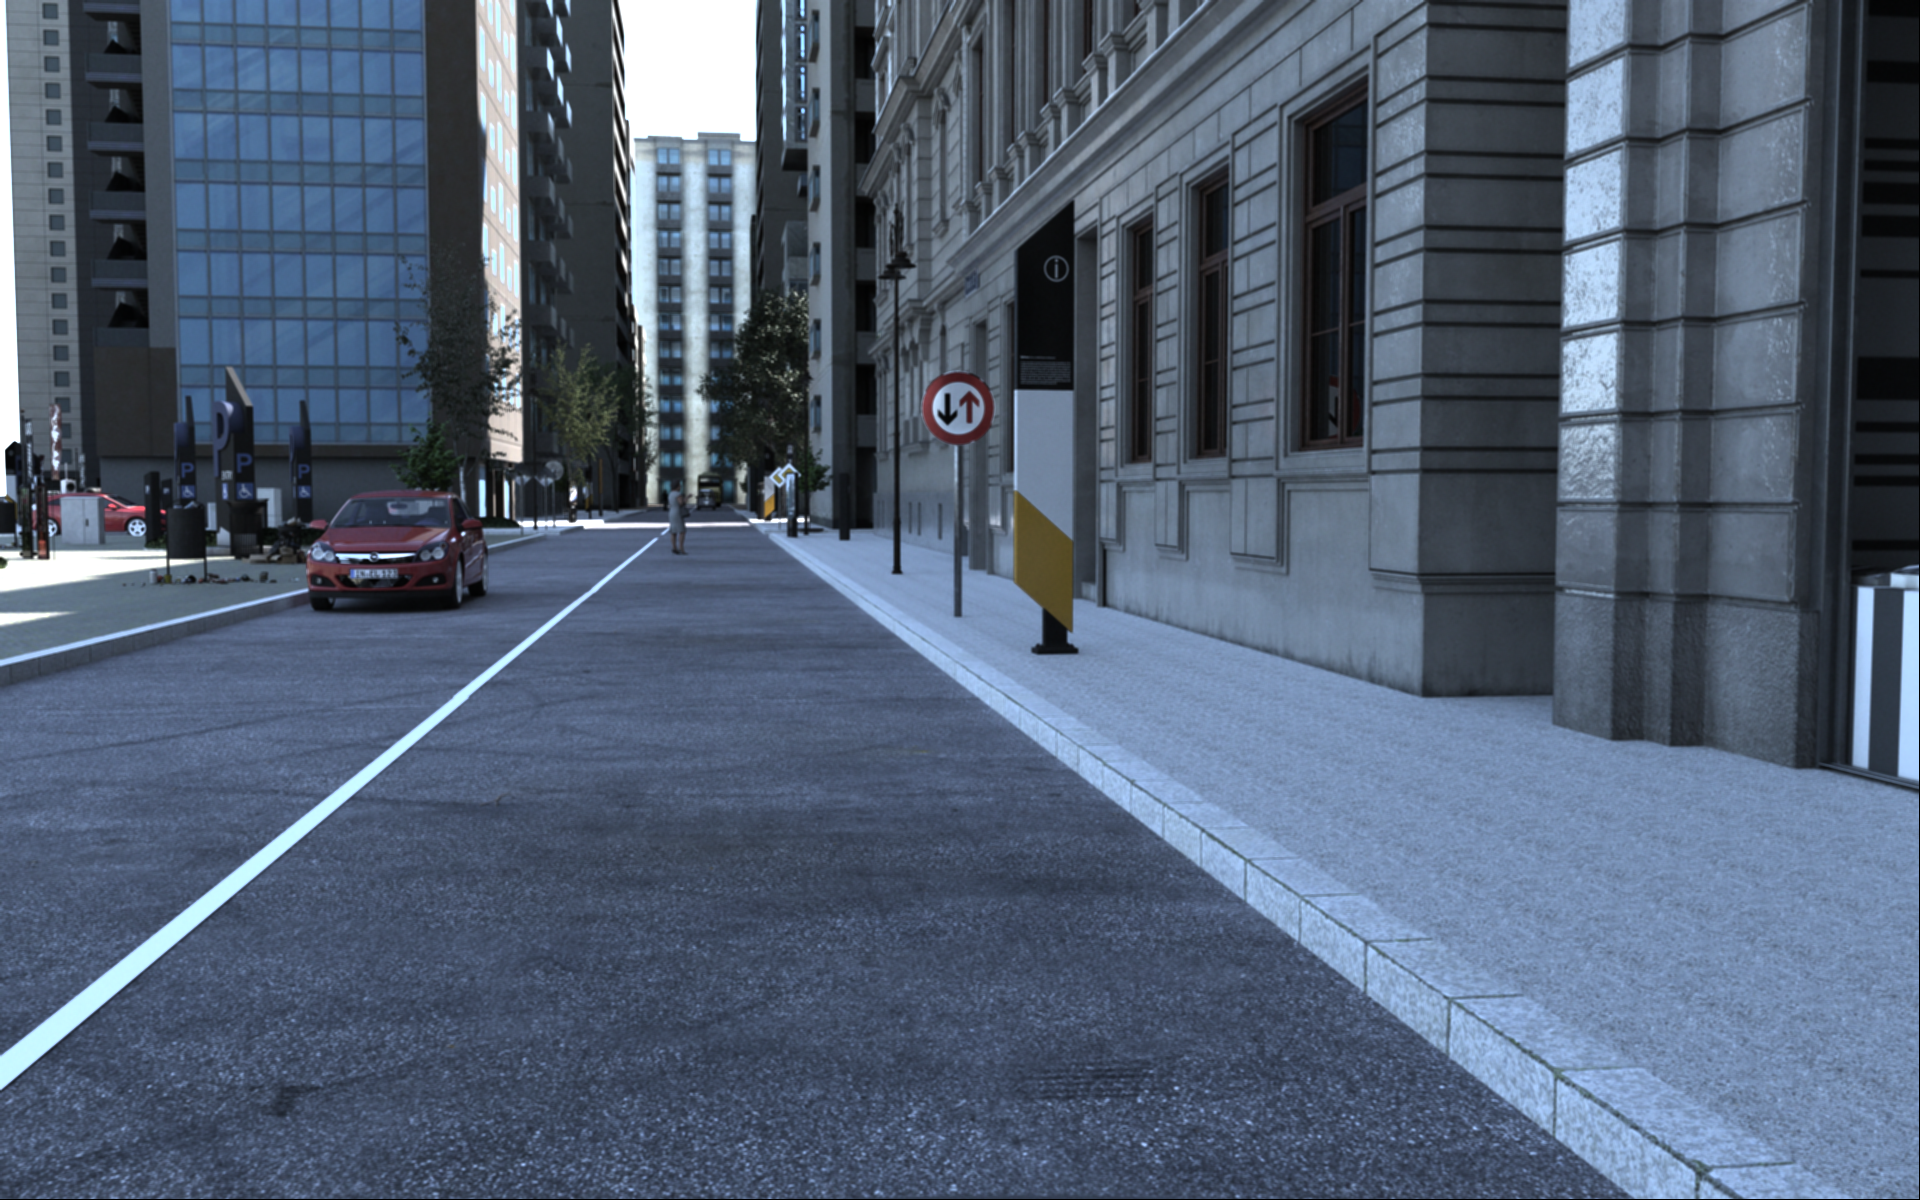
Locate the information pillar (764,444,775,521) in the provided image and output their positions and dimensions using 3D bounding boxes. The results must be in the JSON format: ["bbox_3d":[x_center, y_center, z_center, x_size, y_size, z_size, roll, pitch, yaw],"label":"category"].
[{"bbox_3d":[-8.960,-5.499,81.262,0.504,3.616,0.183,-1,4,-14],"label":"information pillar"}]

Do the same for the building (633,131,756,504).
[{"bbox_3d":[-32.103,-37.431,231.610,30.456,49.044,23.786,-1,4,-8],"label":"building"}]

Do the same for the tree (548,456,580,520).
[{"bbox_3d":[-19.880,-5.663,87.188,1.663,3.219,1.824,0,3,0],"label":"tree"}]

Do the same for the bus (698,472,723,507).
[{"bbox_3d":[-27.866,-12.324,193.045,2.896,3.916,12.252,0,4,-8],"label":"bus"}]

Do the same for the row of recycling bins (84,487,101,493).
[{"bbox_3d":[-54.474,-6.228,108.943,1.069,1.692,3.534,-1,4,-19],"label":"row of recycling bins"}]

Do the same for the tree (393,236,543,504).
[{"bbox_3d":[-14.184,-6.066,49.534,4.360,8.622,3.978,0,3,0],"label":"tree"}]

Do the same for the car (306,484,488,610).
[{"bbox_3d":[-7.337,-0.843,22.822,2.155,1.783,4.494,-1,4,-9],"label":"car"}]

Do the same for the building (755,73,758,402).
[{"bbox_3d":[-12.575,-29.556,166.842,14.154,41.232,14.086,-1,4,-8],"label":"building"}]

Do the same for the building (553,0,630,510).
[{"bbox_3d":[-39.098,-31.856,144.555,21.300,48.544,21.600,-1,4,-8],"label":"building"}]

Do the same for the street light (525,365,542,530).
[{"bbox_3d":[-15.306,-5.473,62.275,0.468,5.910,1.993,-1,4,-8],"label":"street light"}]

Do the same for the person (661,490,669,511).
[{"bbox_3d":[-25.615,-8.698,150.721,0.705,1.822,1.348,2,4,34],"label":"person"}]

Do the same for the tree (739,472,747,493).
[{"bbox_3d":[-17.908,-9.243,145.720,1.663,3.219,1.824,0,3,0],"label":"tree"}]

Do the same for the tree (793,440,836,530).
[{"bbox_3d":[-5.351,-4.103,61.682,1.663,3.219,1.824,0,3,0],"label":"tree"}]

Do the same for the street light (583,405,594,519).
[{"bbox_3d":[-19.289,-7.179,90.158,0.468,5.910,1.993,-1,4,-8],"label":"street light"}]

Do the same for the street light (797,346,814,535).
[{"bbox_3d":[-4.827,-4.977,54.160,0.468,5.910,1.993,-1,4,-8],"label":"street light"}]

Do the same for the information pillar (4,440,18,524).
[{"bbox_3d":[-41.304,-5.139,75.383,0.504,3.616,0.183,0,4,6],"label":"information pillar"}]

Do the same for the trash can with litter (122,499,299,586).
[{"bbox_3d":[-10.787,-0.855,25.040,2.233,1.210,1.678,-1,4,-14],"label":"trash can with litter"}]

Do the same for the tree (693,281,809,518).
[{"bbox_3d":[-9.529,-10.785,93.338,9.611,12.733,9.660,0,3,0],"label":"tree"}]

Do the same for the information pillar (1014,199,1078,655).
[{"bbox_3d":[0.684,-1.375,13.831,0.504,3.616,0.183,-1,4,-13],"label":"information pillar"}]

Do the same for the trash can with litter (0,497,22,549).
[{"bbox_3d":[-23.007,-1.821,40.831,1.678,1.210,2.233,3,5,41],"label":"trash can with litter"}]

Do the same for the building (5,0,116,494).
[{"bbox_3d":[-89.866,-46.051,191.183,20.611,71.187,20.563,-1,4,-8],"label":"building"}]

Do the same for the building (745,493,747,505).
[{"bbox_3d":[-8.775,-31.176,201.603,32.217,40.220,23.993,-1,4,-8],"label":"building"}]

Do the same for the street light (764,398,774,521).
[{"bbox_3d":[-9.177,-6.782,83.681,0.468,5.910,1.993,-1,4,-8],"label":"street light"}]

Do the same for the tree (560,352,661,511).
[{"bbox_3d":[-25.683,-12.360,127.848,9.928,11.665,9.643,0,3,0],"label":"tree"}]

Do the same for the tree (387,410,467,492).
[{"bbox_3d":[-12.183,-2.780,40.051,1.663,3.219,1.824,0,3,0],"label":"tree"}]

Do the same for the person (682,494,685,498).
[{"bbox_3d":[-22.514,-7.835,139.790,0.799,1.438,0.628,0,4,0],"label":"person"}]

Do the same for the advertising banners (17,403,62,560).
[{"bbox_3d":[-18.047,-2.313,33.999,2.074,3.025,0.090,3,5,41],"label":"advertising banners"}]

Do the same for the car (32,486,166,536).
[{"bbox_3d":[-27.940,-2.907,56.574,4.494,1.783,2.155,0,4,-6],"label":"car"}]

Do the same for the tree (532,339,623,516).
[{"bbox_3d":[-18.463,-8.115,83.048,4.737,8.622,4.395,0,3,0],"label":"tree"}]

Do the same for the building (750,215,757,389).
[{"bbox_3d":[-14.927,-25.083,181.813,14.160,30.474,14.107,-1,4,-8],"label":"building"}]

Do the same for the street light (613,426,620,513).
[{"bbox_3d":[-23.234,-8.840,117.319,0.468,5.910,1.993,-1,4,-8],"label":"street light"}]

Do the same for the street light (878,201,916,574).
[{"bbox_3d":[-1.012,-3.358,27.690,0.468,5.910,1.993,-1,4,-8],"label":"street light"}]

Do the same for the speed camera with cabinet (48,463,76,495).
[{"bbox_3d":[-56.736,-7.008,108.918,0.660,3.252,2.038,2,4,32],"label":"speed camera with cabinet"}]

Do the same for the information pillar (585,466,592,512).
[{"bbox_3d":[-26.275,-8.019,122.458,0.504,3.616,0.183,-1,4,-22],"label":"information pillar"}]

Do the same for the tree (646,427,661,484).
[{"bbox_3d":[-34.705,-14.644,189.786,4.360,8.622,3.978,0,3,0],"label":"tree"}]

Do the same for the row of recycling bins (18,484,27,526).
[{"bbox_3d":[-38.202,-3.932,71.403,1.069,1.692,3.534,-2,4,-25],"label":"row of recycling bins"}]

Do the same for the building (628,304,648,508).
[{"bbox_3d":[-45.368,-19.884,170.146,27.650,21.520,28.899,-1,4,-8],"label":"building"}]

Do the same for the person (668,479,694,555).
[{"bbox_3d":[-6.583,-1.968,41.030,0.532,1.782,0.716,-3,4,-38],"label":"person"}]

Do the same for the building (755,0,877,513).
[{"bbox_3d":[-6.557,-32.158,149.488,21.300,48.544,21.600,-1,4,-8],"label":"building"}]

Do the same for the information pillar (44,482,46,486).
[{"bbox_3d":[-53.634,-5.919,101.268,0.304,2.012,0.304,0,4,1],"label":"information pillar"}]

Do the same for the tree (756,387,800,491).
[{"bbox_3d":[-10.904,-9.290,102.251,4.360,8.622,3.978,0,3,0],"label":"tree"}]
